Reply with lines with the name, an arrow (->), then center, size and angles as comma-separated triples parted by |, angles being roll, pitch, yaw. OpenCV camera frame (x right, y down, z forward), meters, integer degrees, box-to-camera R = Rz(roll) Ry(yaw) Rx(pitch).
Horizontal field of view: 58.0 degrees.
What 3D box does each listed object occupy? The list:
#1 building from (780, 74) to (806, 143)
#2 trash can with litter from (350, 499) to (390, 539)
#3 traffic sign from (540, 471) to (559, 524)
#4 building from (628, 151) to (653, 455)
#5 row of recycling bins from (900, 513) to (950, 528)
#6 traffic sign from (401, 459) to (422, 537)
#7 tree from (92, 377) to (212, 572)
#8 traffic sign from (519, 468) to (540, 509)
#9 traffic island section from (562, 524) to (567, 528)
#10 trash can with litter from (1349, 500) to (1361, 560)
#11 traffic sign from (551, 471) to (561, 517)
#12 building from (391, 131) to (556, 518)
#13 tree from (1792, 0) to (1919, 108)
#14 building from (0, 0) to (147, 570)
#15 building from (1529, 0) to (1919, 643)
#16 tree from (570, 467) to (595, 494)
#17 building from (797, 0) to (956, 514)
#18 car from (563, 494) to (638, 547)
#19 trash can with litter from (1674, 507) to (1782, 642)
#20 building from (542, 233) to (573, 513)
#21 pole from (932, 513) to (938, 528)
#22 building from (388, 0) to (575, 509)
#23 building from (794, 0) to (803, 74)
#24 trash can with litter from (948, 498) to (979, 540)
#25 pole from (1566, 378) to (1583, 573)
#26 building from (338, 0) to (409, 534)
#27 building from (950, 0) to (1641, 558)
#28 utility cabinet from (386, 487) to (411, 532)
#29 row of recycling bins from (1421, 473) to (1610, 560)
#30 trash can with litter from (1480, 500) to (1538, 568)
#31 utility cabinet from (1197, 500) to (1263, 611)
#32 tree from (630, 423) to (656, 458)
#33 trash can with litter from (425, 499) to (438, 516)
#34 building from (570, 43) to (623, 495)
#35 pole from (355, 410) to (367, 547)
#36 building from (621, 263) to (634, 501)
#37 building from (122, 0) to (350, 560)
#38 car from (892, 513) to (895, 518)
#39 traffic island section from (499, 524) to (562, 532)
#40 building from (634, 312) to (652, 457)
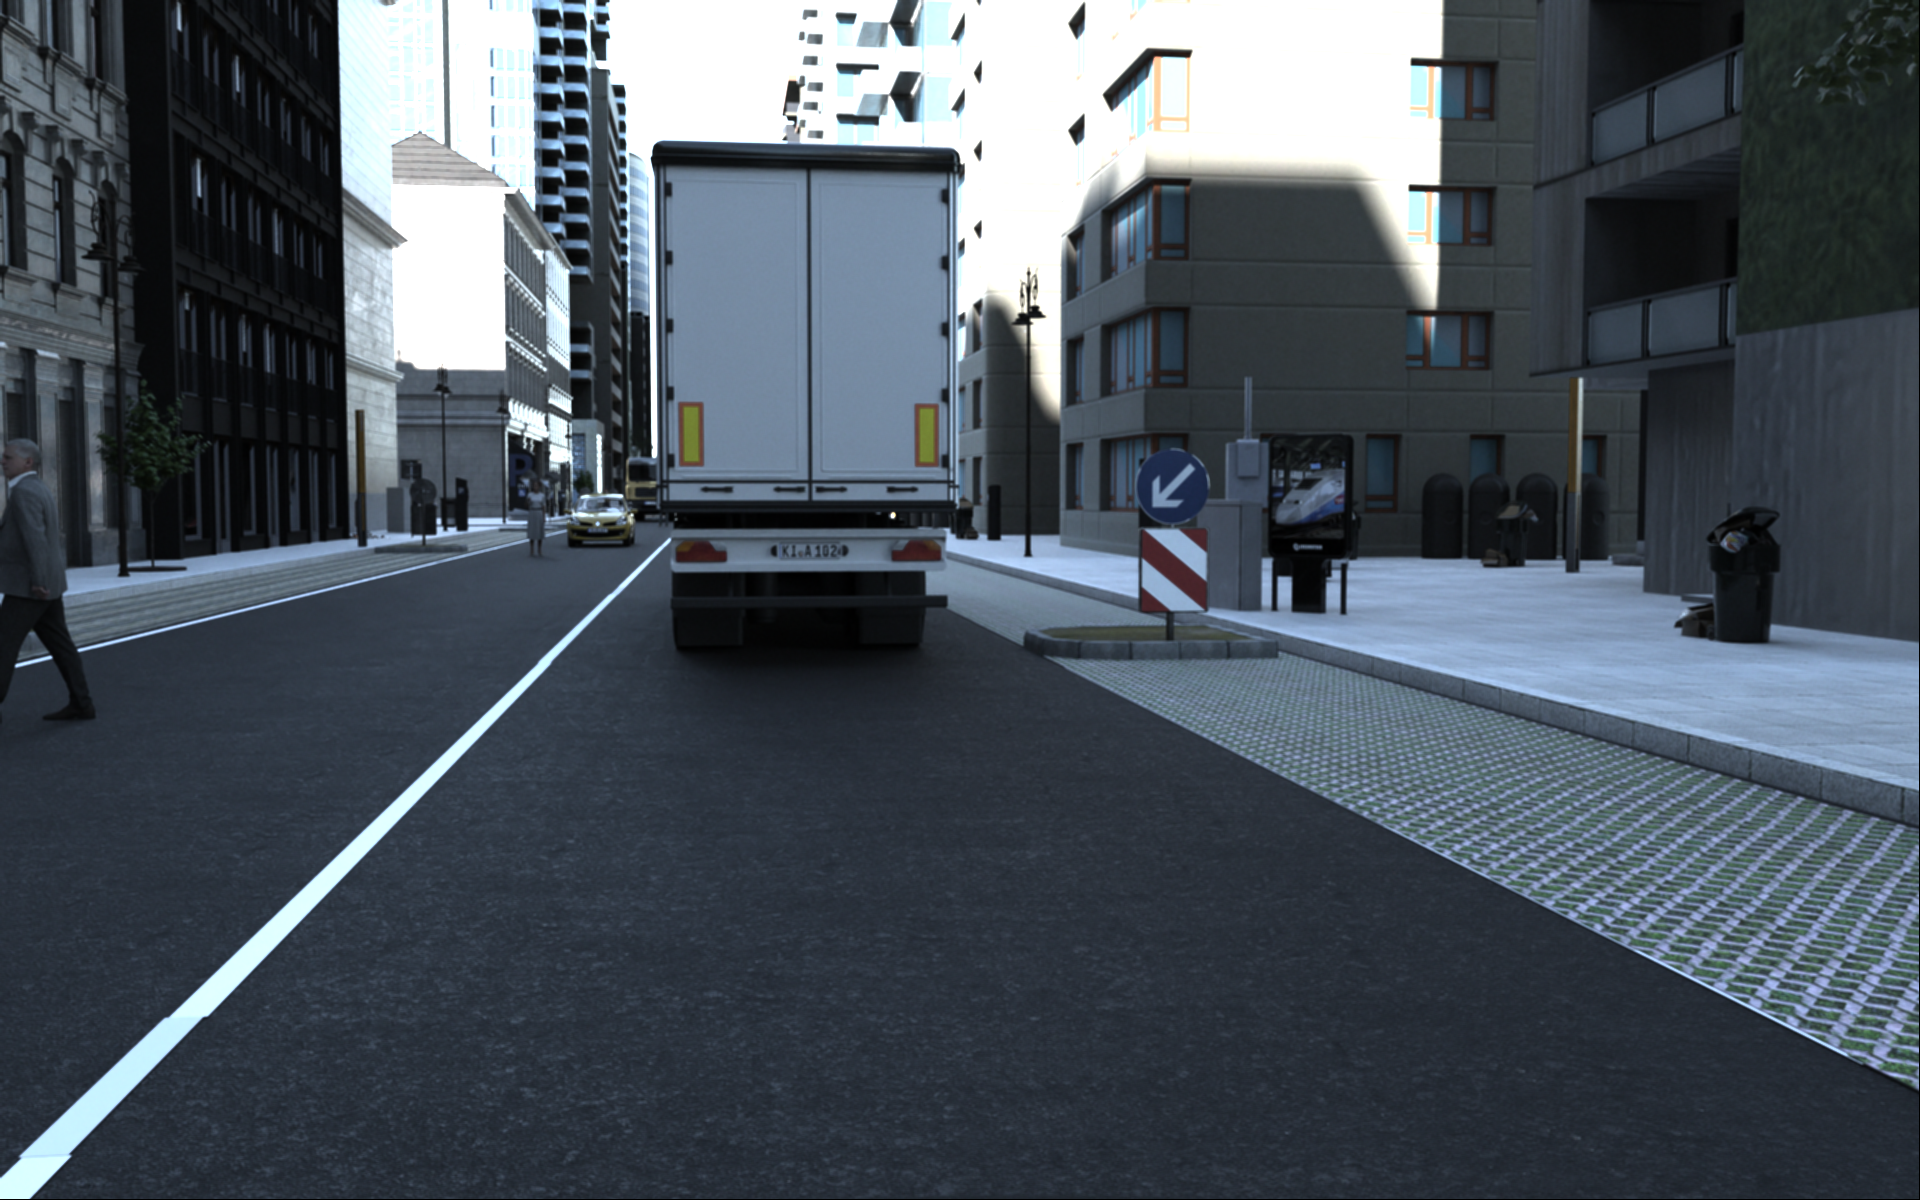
building -> -7.347, -32.201, 181.111 | 22.147, 44.769, 28.867 | 0, 4, -8
trash can with litter -> -17.322, -2.417, 50.568 | 1.678, 1.210, 2.233 | 0, 4, -6
traffic sign -> -17.754, -4.361, 74.946 | 0.795, 2.450, 0.064 | 0, 4, -8
building -> -62.733, -45.724, 289.577 | 21.231, 58.520, 28.212 | 0, 4, -8
row of recycling bins -> -1.313, -3.666, 67.053 | 1.069, 1.692, 3.534 | -3, 4, -37
traffic sign -> -16.227, -3.005, 51.260 | 0.606, 2.300, 0.079 | 0, 4, -7
tree -> -13.674, -2.102, 28.970 | 1.663, 3.219, 1.824 | 0, 3, 0
traffic sign -> -16.638, -3.877, 67.039 | 0.795, 2.450, 0.064 | 0, 4, -8
traffic island section -> -17.776, -3.225, 75.004 | 2.009, 0.180, 2.903 | 0, 4, -8
trash can with litter -> 7.290, -1.374, 33.845 | 1.055, 1.170, 0.624 | 2, 4, 33
traffic sign -> -22.317, -5.810, 95.106 | 0.768, 2.556, 0.104 | 0, 4, -1
building -> -29.029, -14.861, 93.890 | 10.553, 20.767, 40.483 | 0, 4, -8
tree -> 6.338, -5.459, 7.384 | 7.486, 12.596, 7.792 | 0, 3, 0
building -> -19.015, -10.642, 23.150 | 9.793, 20.994, 18.267 | 0, 4, -8
building -> 14.593, -20.524, 19.165 | 14.154, 41.232, 14.086 | 0, 4, -8
tree -> -27.607, -8.210, 128.831 | 1.663, 3.219, 1.824 | 0, 3, 0
building -> -1.256, -31.620, 136.602 | 23.786, 49.044, 30.456 | 0, 4, -8
car -> -10.025, -2.340, 48.486 | 2.015, 1.641, 3.980 | -1, 4, -8
trash can with litter -> 6.706, -0.237, 15.269 | 0.624, 1.170, 1.055 | -1, 4, -13
building -> -33.197, -16.769, 123.316 | 9.793, 20.994, 18.267 | 0, 4, -8
pole -> -0.858, -4.036, 59.839 | 0.158, 3.312, 0.155 | 0, 3, 0
building -> -44.529, -51.875, 160.827 | 22.319, 86.520, 31.000 | 0, 4, -8
building -> -11.092, -54.894, 210.181 | 22.319, 86.520, 31.000 | 0, 4, -8
trash can with litter -> 0.245, -2.315, 49.236 | 0.624, 1.170, 1.055 | -2, 4, -26
pole -> 10.016, -2.102, 28.217 | 0.158, 3.312, 0.155 | 0, 3, 0
building -> -31.172, -16.472, 56.702 | 23.554, 28.519, 14.401 | 0, 4, -8
building -> 15.332, -12.539, 50.057 | 27.650, 21.520, 28.899 | 0, 4, -8
utility cabinet -> -18.566, -2.979, 57.377 | 0.318, 1.500, 1.173 | -3, 5, -45
row of recycling bins -> 10.928, -1.654, 34.154 | 3.534, 1.692, 1.069 | 1, 4, 17
trash can with litter -> 9.655, -1.169, 30.500 | 1.055, 1.170, 0.624 | -3, 5, -44
utility cabinet -> 3.026, -0.508, 19.470 | 0.306, 1.237, 1.020 | -1, 4, -20
tree -> -41.540, -17.768, 224.926 | 8.767, 10.594, 7.601 | 0, 4, -7
trash can with litter -> -22.991, -3.855, 74.413 | 1.055, 1.170, 0.624 | -1, 4, -18
building -> -48.261, -34.530, 188.259 | 21.300, 48.544, 21.600 | 0, 4, -8
pole -> -14.554, -2.951, 42.088 | 0.158, 3.312, 0.155 | 0, 3, 0
building -> -47.011, -26.635, 207.185 | 14.160, 30.474, 14.107 | 0, 4, -8
building -> -22.386, -12.864, 39.998 | 12.332, 23.373, 15.834 | 0, 4, -8
car -> -0.941, -3.940, 74.636 | 3.980, 1.641, 2.015 | -1, 4, -8
traffic island section -> -16.661, -2.741, 67.097 | 2.009, 0.180, 2.903 | 0, 4, -8
building -> -55.266, -30.424, 269.138 | 14.160, 30.474, 14.107 | 0, 4, -8
